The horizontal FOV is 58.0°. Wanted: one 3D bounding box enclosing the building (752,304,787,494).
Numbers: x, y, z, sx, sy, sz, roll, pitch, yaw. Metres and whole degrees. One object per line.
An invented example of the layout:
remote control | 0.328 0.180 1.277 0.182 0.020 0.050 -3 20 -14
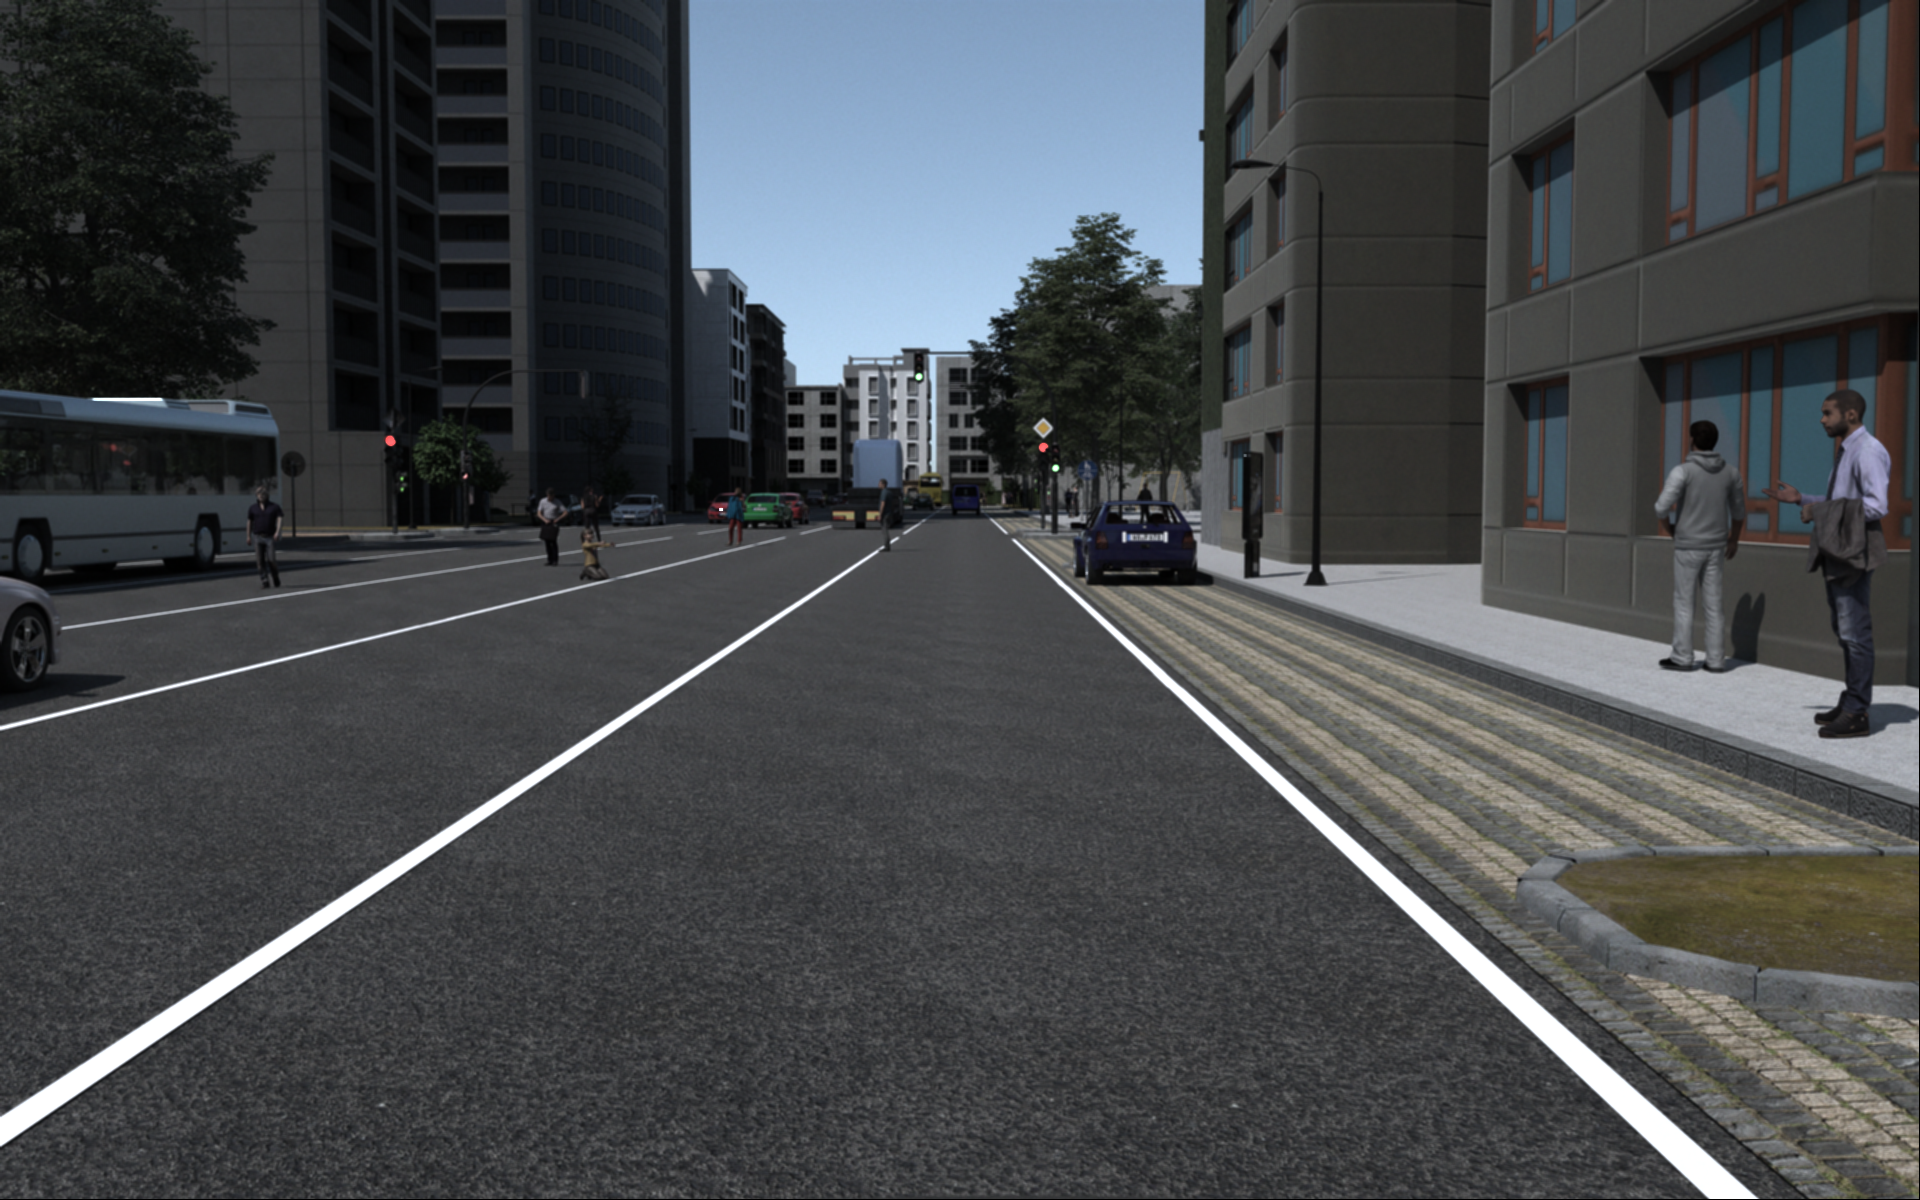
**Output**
building | -37.384 -21.798 200.372 32.646 21.610 27.936 0 3 0

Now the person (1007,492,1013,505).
person | 6.196 -12.422 209.160 1.348 1.821 0.705 -1 4 -9

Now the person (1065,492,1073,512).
person | 7.720 -6.907 122.205 0.697 1.427 0.421 -3 4 -37

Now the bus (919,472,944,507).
bus | -3.284 -12.592 197.431 2.896 3.916 12.252 0 3 0

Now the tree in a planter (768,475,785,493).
tree in a planter | -17.579 -10.280 165.304 1.991 3.239 1.994 0 3 0

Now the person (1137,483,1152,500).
person | 7.872 -4.133 74.165 0.990 1.755 0.434 -2 4 -34

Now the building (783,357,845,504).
building | -31.095 -22.319 231.378 31.486 18.905 16.747 0 3 0

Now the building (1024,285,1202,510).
building | 14.920 -17.648 155.002 16.747 18.905 31.486 0 3 0

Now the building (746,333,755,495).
building | -29.459 -19.621 177.225 16.016 20.091 11.380 0 3 0

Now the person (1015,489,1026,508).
person | 5.421 -9.042 154.404 1.217 1.766 0.721 2 4 34

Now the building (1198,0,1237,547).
building | 13.360 -16.820 46.711 14.160 30.474 14.107 0 3 0

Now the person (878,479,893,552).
person | -1.896 -2.120 43.292 0.434 1.807 0.598 2 4 30

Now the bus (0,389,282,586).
bus | -15.130 -2.069 28.691 2.948 3.499 13.247 0 4 0

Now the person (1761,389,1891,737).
person | 4.650 -0.209 9.326 0.599 1.838 0.709 1 4 16

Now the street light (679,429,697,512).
street light | -19.508 -9.259 123.917 1.470 5.913 1.316 0 3 0

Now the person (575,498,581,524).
person | -18.410 -4.339 83.354 0.435 1.345 0.340 0 4 3

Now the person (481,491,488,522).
person | -21.923 -4.499 79.735 0.434 1.807 0.598 1 4 12

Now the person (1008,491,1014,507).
person | 5.146 -10.255 174.166 0.683 1.767 0.568 -1 4 -16

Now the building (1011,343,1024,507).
building | 14.585 -19.598 186.885 16.747 18.905 31.486 0 3 0

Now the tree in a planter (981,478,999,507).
tree in a planter | 3.352 -12.016 193.685 1.991 3.239 1.994 0 3 0

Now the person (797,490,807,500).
person | -14.719 -9.211 159.122 1.348 1.821 0.705 -2 4 -31

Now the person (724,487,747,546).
person | -6.231 -2.318 48.101 0.444 1.614 0.593 -3 5 -42

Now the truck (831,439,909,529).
truck | -4.060 -5.486 79.457 2.967 4.110 18.799 0 4 0

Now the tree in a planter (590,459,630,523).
tree in a planter | -17.749 -5.561 88.149 1.991 3.239 1.994 0 3 0

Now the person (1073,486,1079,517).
person | 6.532 -5.612 98.597 0.445 1.727 0.742 -1 4 -16

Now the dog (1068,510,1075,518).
dog | 6.068 -4.630 93.438 0.550 0.427 0.748 2 4 30

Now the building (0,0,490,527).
building | -32.591 -38.998 75.869 20.563 71.187 20.611 0 3 0

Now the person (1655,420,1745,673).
person | 5.352 -0.388 12.528 0.875 1.805 0.789 0 4 -5

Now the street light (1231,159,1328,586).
street light | 4.465 -3.159 24.192 1.470 5.913 1.316 0 3 0

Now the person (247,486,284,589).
person | -10.503 -0.958 26.373 0.569 1.553 0.471 2 4 28

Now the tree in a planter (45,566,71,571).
tree in a planter | -17.880 -2.161 32.547 1.991 3.239 1.994 0 3 0

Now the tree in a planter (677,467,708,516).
tree in a planter | -17.692 -7.209 115.092 1.991 3.239 1.994 0 3 0

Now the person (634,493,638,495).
person | -20.340 -6.048 108.834 0.340 1.345 0.435 -2 4 -31

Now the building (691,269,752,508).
building | -34.921 -19.036 155.219 27.936 21.610 32.646 0 3 0

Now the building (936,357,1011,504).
building | 12.714 -22.295 230.988 31.486 18.905 16.747 0 3 0

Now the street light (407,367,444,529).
street light | -19.540 -5.554 63.354 1.470 5.913 1.316 0 3 0

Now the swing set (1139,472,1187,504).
swing set | 14.414 -7.754 124.394 3.119 2.851 2.862 2 4 34

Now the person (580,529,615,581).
person | -6.026 -0.754 28.749 0.695 0.859 0.347 3 4 36

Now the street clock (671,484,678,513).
street clock | -19.791 -7.059 119.977 0.471 2.002 0.358 0 4 3

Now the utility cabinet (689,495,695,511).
utility cabinet | -19.715 -7.253 127.263 0.318 1.500 1.173 0 4 -2

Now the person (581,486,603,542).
person | -9.718 -2.190 45.775 0.415 1.643 0.593 3 5 39

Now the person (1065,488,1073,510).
person | 8.613 -7.977 137.170 0.576 1.737 0.504 0 4 -7

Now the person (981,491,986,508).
person | 2.456 -10.509 180.860 0.617 1.759 0.750 -1 4 -10

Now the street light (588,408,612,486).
street light | -19.508 -7.409 93.680 1.470 5.913 1.316 0 3 0

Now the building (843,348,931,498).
building | -9.663 -22.903 230.884 11.380 20.091 16.016 0 3 0

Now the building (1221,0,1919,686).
building | 19.889 -11.027 25.331 27.650 21.520 28.899 0 3 0

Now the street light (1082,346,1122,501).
street light | 4.526 -5.014 54.528 1.470 5.913 1.316 0 3 0

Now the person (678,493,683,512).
person | -19.589 -6.802 121.165 0.435 1.345 0.340 2 4 27

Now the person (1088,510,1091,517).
person | 6.388 -4.578 83.443 0.613 1.512 0.480 -1 4 -19

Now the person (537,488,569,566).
person | -8.122 -1.459 34.562 0.614 1.554 0.590 0 4 3

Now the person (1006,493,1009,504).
person | 5.949 -12.586 212.527 1.217 1.736 0.721 -3 4 -37

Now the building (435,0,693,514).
building | -31.674 -35.461 121.785 21.231 58.520 28.212 0 3 0
